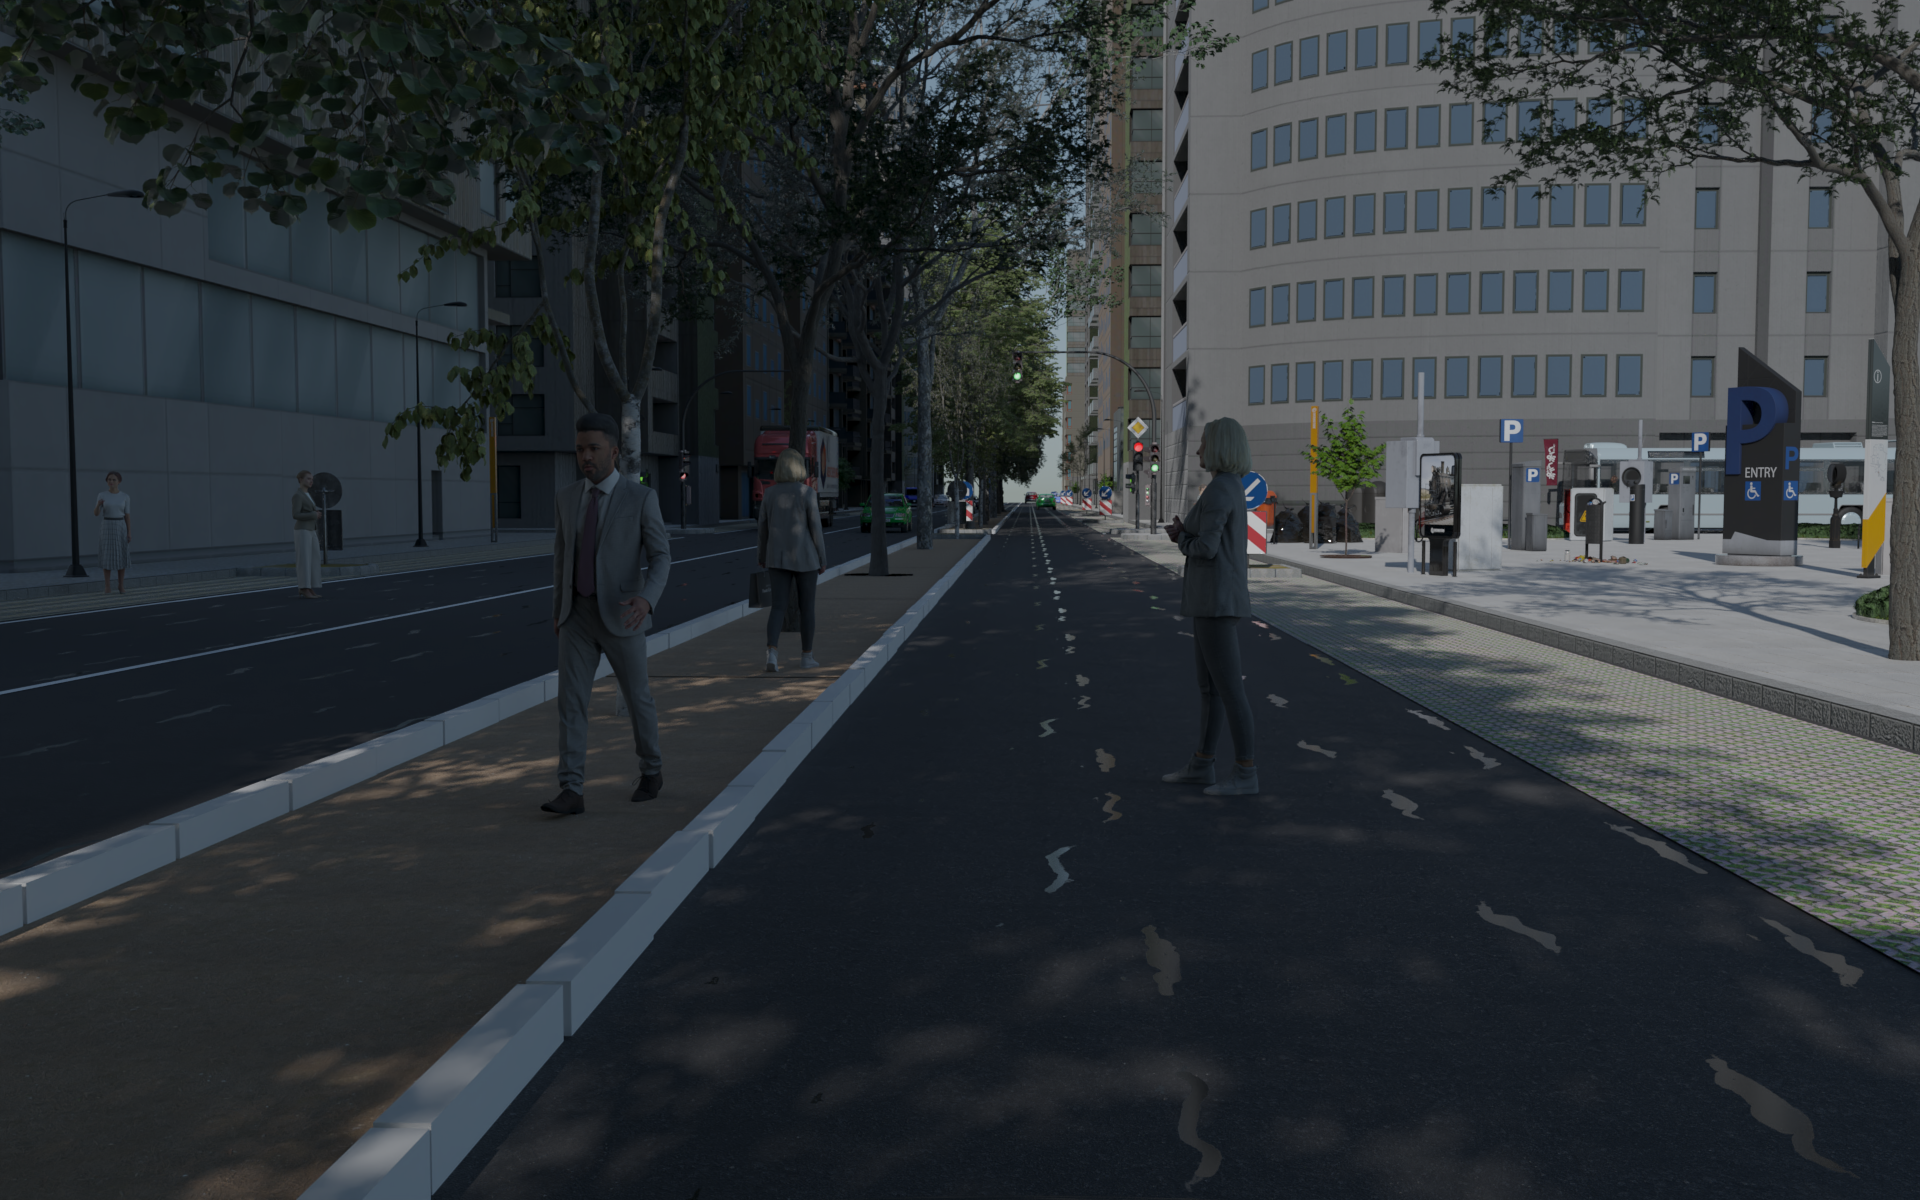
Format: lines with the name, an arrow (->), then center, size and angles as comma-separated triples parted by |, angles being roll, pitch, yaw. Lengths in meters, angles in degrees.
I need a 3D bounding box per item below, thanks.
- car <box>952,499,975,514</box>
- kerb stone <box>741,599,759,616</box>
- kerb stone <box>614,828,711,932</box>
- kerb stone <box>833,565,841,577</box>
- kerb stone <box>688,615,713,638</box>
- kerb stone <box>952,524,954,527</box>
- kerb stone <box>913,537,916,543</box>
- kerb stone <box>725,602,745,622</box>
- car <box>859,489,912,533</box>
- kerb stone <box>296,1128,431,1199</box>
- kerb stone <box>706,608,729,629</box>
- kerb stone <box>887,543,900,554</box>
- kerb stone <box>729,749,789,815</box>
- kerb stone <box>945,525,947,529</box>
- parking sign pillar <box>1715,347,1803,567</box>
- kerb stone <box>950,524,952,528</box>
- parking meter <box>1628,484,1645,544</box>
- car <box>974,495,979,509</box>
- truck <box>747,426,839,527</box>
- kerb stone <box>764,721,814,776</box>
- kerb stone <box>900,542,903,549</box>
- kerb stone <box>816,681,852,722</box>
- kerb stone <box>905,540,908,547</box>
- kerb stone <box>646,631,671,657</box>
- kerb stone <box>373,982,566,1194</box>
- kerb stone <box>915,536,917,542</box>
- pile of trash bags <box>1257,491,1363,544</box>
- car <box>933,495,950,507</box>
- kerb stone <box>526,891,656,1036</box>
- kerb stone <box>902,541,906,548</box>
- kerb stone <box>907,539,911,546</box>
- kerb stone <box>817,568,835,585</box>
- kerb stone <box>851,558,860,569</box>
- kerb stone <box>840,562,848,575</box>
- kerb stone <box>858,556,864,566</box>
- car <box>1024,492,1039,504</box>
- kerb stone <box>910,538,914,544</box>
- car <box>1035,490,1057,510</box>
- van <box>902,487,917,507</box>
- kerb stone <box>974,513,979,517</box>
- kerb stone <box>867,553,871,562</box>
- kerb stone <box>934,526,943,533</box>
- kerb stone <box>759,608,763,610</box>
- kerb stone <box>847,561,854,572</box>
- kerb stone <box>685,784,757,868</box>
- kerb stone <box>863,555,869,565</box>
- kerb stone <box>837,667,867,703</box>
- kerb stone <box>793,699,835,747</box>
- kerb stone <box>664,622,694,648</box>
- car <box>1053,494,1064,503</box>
car -> 0.152, -6.712, 122.319 | 1.945, 1.354, 3.894 | 0, 4, 4
kerb stone -> -2.552, 0.099, 20.584 | 0.120, 0.150, 1.000 | 0, 4, 2
kerb stone -> -1.037, 0.985, 6.096 | 0.120, 0.150, 1.000 | 0, 4, 2
kerb stone -> -2.197, -0.461, 29.800 | 0.120, 0.150, 1.000 | 0, 4, 2
kerb stone -> -2.677, 0.287, 17.507 | 0.120, 0.150, 1.000 | 0, 4, 2
kerb stone -> -0.457, -3.128, 73.343 | 0.120, 0.150, 1.000 | 0, 4, 2
kerb stone -> -1.413, -1.655, 49.255 | 0.120, 0.150, 1.000 | 0, 4, 2
kerb stone -> -2.603, 0.161, 19.560 | 0.120, 0.150, 1.000 | 0, 4, 2
car -> -2.778, -3.470, 65.527 | 1.959, 1.807, 4.718 | 0, 4, 1
kerb stone -> -1.154, 1.175, 3.014 | 0.120, 0.150, 1.000 | 0, 4, 2
kerb stone -> -2.640, 0.224, 18.530 | 0.120, 0.150, 1.000 | 0, 4, 2
kerb stone -> -1.658, -1.278, 43.096 | 0.120, 0.150, 1.000 | 0, 4, 2
kerb stone -> -0.949, 0.864, 8.159 | 0.120, 0.150, 1.000 | 0, 4, 2
kerb stone -> -0.701, -2.753, 67.213 | 0.120, 0.150, 1.000 | 0, 4, 2
parking sign pillar -> 14.446, -2.613, 31.202 | 1.447, 3.967, 1.447 | -2, 4, -23
kerb stone -> -0.534, -3.003, 71.300 | 0.120, 0.150, 1.000 | 0, 4, 2
parking meter -> 17.355, -2.201, 44.403 | 0.372, 1.533, 0.369 | 0, 3, 0
car -> 0.977, -9.156, 162.281 | 1.945, 1.354, 3.894 | 0, 4, 3
truck -> -6.889, -5.154, 73.174 | 2.839, 4.237, 11.283 | 0, 4, 2
kerb stone -> -0.912, 0.795, 9.190 | 0.120, 0.150, 1.000 | 0, 4, 2
kerb stone -> -1.612, -1.341, 44.125 | 0.120, 0.150, 1.000 | 0, 4, 2
kerb stone -> -0.828, 0.671, 11.236 | 0.120, 0.150, 1.000 | 0, 4, 2
kerb stone -> -1.538, -1.462, 46.175 | 0.120, 0.150, 1.000 | 0, 4, 2
kerb stone -> -2.768, 0.415, 15.459 | 0.120, 0.150, 1.000 | 0, 4, 2
kerb stone -> -1.118, 1.111, 4.035 | 0.120, 0.150, 1.000 | 0, 4, 2
kerb stone -> -1.373, -1.717, 50.277 | 0.120, 0.150, 1.000 | 0, 4, 2
pile of trash bags -> 8.914, -2.175, 45.309 | 3.447, 1.369, 1.912 | -3, 5, -42
car -> -2.159, -10.906, 190.674 | 2.083, 1.381, 4.827 | 0, 4, 3
kerb stone -> -1.067, 1.050, 5.075 | 0.120, 0.150, 1.000 | 0, 4, 2
kerb stone -> -1.566, -1.404, 45.146 | 0.120, 0.150, 1.000 | 0, 4, 2
kerb stone -> -1.494, -1.528, 47.203 | 0.120, 0.150, 1.000 | 0, 4, 2
kerb stone -> -2.231, -0.399, 28.778 | 0.120, 0.150, 1.000 | 0, 4, 2
kerb stone -> -2.064, -0.653, 32.866 | 0.120, 0.150, 1.000 | 0, 4, 2
kerb stone -> -2.147, -0.528, 30.823 | 0.120, 0.150, 1.000 | 0, 4, 2
kerb stone -> -2.027, -0.715, 33.888 | 0.120, 0.150, 1.000 | 0, 4, 2
car -> 10.756, -15.432, 260.992 | 2.281, 1.827, 5.304 | 0, 4, 2
kerb stone -> -1.452, -1.592, 48.232 | 0.120, 0.150, 1.000 | 0, 4, 2
car -> 7.827, -9.100, 157.585 | 1.959, 1.807, 4.718 | 0, 4, 1
van -> -3.872, -9.014, 151.759 | 2.240, 2.365, 5.245 | 0, 4, 1
kerb stone -> 1.172, -5.631, 114.328 | 0.120, 0.150, 1.000 | 0, 4, 2
kerb stone -> -1.951, -0.835, 35.932 | 0.120, 0.150, 1.000 | 0, 4, 2
kerb stone -> -0.817, -2.565, 64.141 | 0.120, 0.150, 1.000 | 0, 4, 2
kerb stone -> -2.512, 0.040, 21.606 | 0.120, 0.150, 1.000 | 0, 4, 2
kerb stone -> -2.104, -0.585, 31.845 | 0.120, 0.150, 1.000 | 0, 4, 2
kerb stone -> -0.983, 0.926, 7.126 | 0.120, 0.150, 1.000 | 0, 4, 2
kerb stone -> -1.984, -0.773, 34.909 | 0.120, 0.150, 1.000 | 0, 4, 2
kerb stone -> -0.784, 0.616, 12.258 | 0.120, 0.150, 1.000 | 0, 4, 2
kerb stone -> -0.869, 0.734, 10.212 | 0.120, 0.150, 1.000 | 0, 4, 2
kerb stone -> -2.718, 0.349, 16.486 | 0.120, 0.150, 1.000 | 0, 4, 2
car -> 13.508, -14.180, 241.439 | 1.945, 1.707, 3.694 | 0, 4, 3
